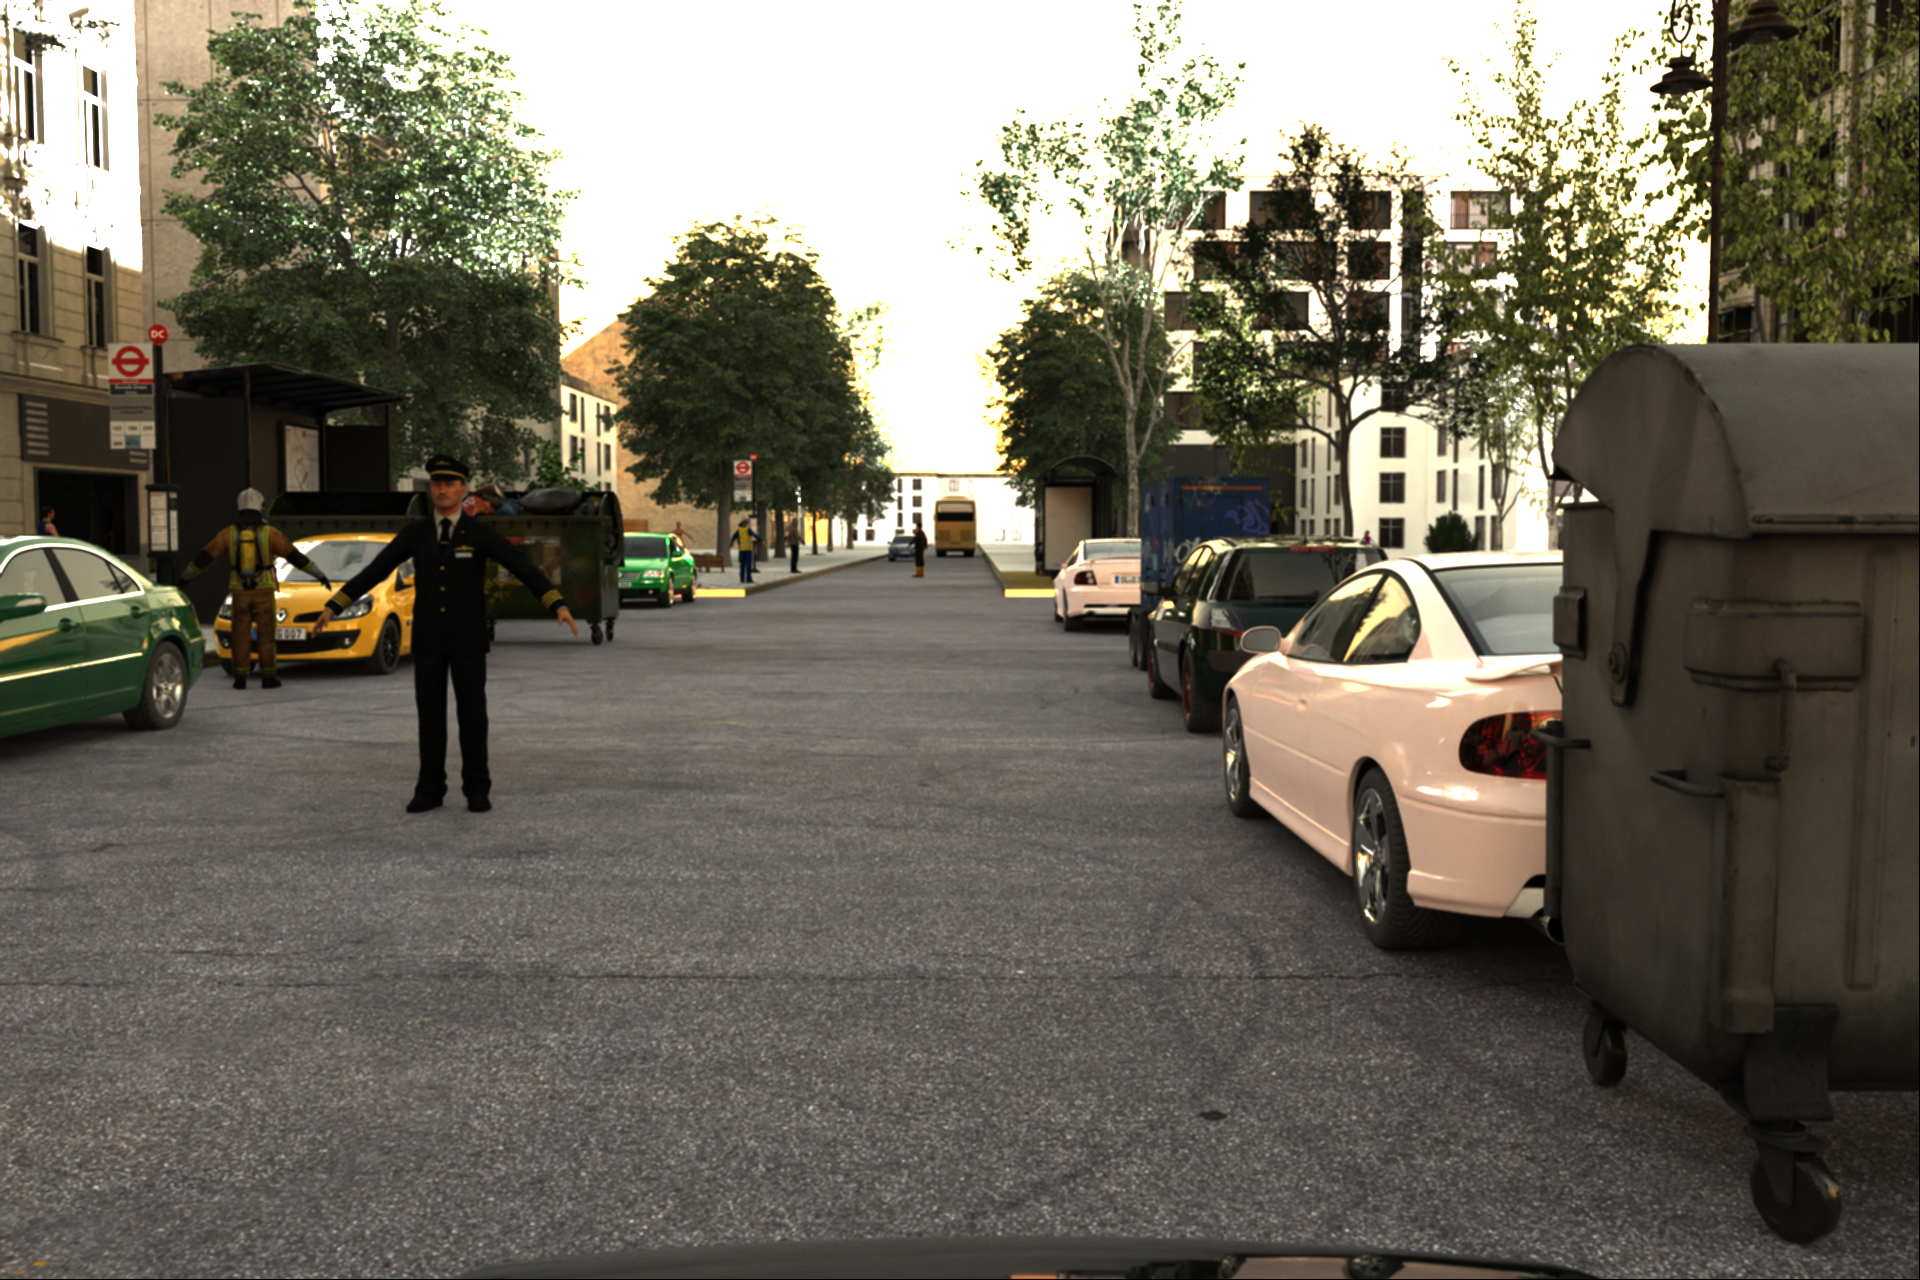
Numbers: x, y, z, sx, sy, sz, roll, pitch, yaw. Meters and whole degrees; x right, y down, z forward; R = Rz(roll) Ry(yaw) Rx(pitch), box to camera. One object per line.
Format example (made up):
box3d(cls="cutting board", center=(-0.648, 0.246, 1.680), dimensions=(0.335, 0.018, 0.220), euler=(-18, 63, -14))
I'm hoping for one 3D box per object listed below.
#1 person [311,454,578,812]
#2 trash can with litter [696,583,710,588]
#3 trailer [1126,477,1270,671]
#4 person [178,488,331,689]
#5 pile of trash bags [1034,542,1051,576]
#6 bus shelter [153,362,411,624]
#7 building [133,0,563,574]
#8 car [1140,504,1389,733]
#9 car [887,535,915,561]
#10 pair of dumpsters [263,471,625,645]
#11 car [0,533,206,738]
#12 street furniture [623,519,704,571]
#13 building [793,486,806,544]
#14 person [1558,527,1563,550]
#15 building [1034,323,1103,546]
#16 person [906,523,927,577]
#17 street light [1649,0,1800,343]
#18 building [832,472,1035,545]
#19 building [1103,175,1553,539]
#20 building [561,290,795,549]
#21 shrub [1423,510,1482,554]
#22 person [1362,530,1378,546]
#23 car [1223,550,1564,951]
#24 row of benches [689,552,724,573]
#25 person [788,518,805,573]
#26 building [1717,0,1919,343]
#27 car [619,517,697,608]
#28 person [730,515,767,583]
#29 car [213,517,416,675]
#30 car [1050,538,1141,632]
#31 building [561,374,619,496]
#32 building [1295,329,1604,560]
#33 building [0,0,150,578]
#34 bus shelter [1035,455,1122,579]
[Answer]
box3d(cls="person", center=(-2.656, -0.037, 8.999), dimensions=(1.347, 1.837, 0.705), euler=(0, 4, -4))
box3d(cls="trash can with litter", center=(-6.737, -1.886, 41.901), dimensions=(1.678, 1.210, 2.233), euler=(0, 4, 2))
box3d(cls="trailer", center=(2.568, -0.742, 19.187), dimensions=(1.471, 1.999, 3.904), euler=(0, 4, -1))
box3d(cls="person", center=(-6.565, -0.481, 16.093), dimensions=(1.354, 1.858, 0.705), euler=(-1, 4, -12))
box3d(cls="pile of trash bags", center=(3.269, -2.711, 54.085), dimensions=(1.912, 1.369, 3.447), euler=(0, 4, 0))
box3d(cls="bus shelter", center=(-10.236, -2.167, 26.719), dimensions=(1.731, 3.624, 6.357), euler=(0, 4, -1))
box3d(cls="building", center=(-28.596, -12.532, 71.350), dimensions=(16.747, 18.905, 31.486), euler=(0, 4, 1))
box3d(cls="car", center=(2.497, -0.250, 13.881), dimensions=(2.009, 1.686, 4.222), euler=(0, 4, 1))
box3d(cls="car", center=(-2.850, -4.901, 92.130), dimensions=(2.014, 1.417, 4.499), euler=(0, 4, 1))
box3d(cls="pair of dumpsters", center=(-6.720, -1.086, 22.712), dimensions=(4.436, 2.255, 1.574), euler=(0, 4, 0))
box3d(cls="car", center=(-6.726, 0.026, 11.372), dimensions=(2.131, 1.459, 4.920), euler=(0, 4, 0))
box3d(cls="street furniture", center=(-12.055, -2.596, 49.300), dimensions=(11.010, 1.723, 9.812), euler=(1, 4, 20))
box3d(cls="building", center=(-28.663, -21.000, 209.800), dimensions=(16.747, 18.905, 31.486), euler=(0, 4, 0))
box3d(cls="person", center=(16.743, -2.546, 47.483), dimensions=(1.347, 1.847, 0.705), euler=(-1, 4, -16))
box3d(cls="building", center=(21.762, -20.814, 184.285), dimensions=(27.936, 21.610, 32.646), euler=(0, 3, 0))
box3d(cls="person", center=(-1.382, -3.003, 57.689), dimensions=(0.704, 1.812, 1.346), euler=(2, 4, 27))
box3d(cls="street light", center=(5.689, -2.465, 13.086), dimensions=(0.468, 5.910, 1.993), euler=(0, 4, 0))
box3d(cls="building", center=(-3.517, -17.722, 234.366), dimensions=(28.070, 9.664, 9.099), euler=(0, 4, -7))
box3d(cls="building", center=(23.232, -16.588, 115.181), dimensions=(27.936, 21.610, 32.646), euler=(0, 3, 0))
box3d(cls="building", center=(-25.811, -20.252, 162.051), dimensions=(19.493, 23.208, 18.063), euler=(0, 4, 1))
box3d(cls="shrub", center=(14.687, -2.892, 51.698), dimensions=(1.690, 2.028, 1.600), euler=(0, 3, 0))
box3d(cls="person", center=(16.795, -3.788, 71.206), dimensions=(0.599, 1.433, 0.991), euler=(-2, 4, -35))
box3d(cls="car", center=(2.323, 0.306, 7.352), dimensions=(2.083, 1.381, 4.827), euler=(0, 4, -1))
box3d(cls="row of benches", center=(-9.453, -2.681, 59.296), dimensions=(1.422, 0.672, 4.104), euler=(-3, 5, -40))
box3d(cls="person", center=(-5.416, -3.117, 57.087), dimensions=(0.705, 1.813, 1.348), euler=(-2, 4, -24))
box3d(cls="building", center=(26.704, -13.071, 30.358), dimensions=(14.369, 24.946, 33.146), euler=(0, 3, 0))
box3d(cls="car", center=(-6.482, -1.608, 35.084), dimensions=(1.959, 1.807, 4.718), euler=(0, 4, 0))
box3d(cls="person", center=(-5.541, -2.373, 45.266), dimensions=(1.216, 1.772, 0.721), euler=(2, 4, 33))
box3d(cls="car", center=(-6.632, -0.528, 18.861), dimensions=(2.015, 1.641, 3.980), euler=(0, 4, 1))
box3d(cls="car", center=(2.457, -0.885, 26.825), dimensions=(2.083, 1.381, 4.827), euler=(0, 4, 0))
box3d(cls="building", center=(-24.957, -9.882, 103.726), dimensions=(9.099, 9.664, 28.070), euler=(0, 4, 0))
box3d(cls="building", center=(23.575, -8.733, 84.940), dimensions=(9.099, 9.664, 28.070), euler=(0, 3, 0))
box3d(cls="building", center=(-29.272, -15.226, 25.354), dimensions=(17.030, 29.872, 44.131), euler=(0, 4, 1))
box3d(cls="bus shelter", center=(3.134, -3.239, 46.882), dimensions=(2.014, 3.302, 5.546), euler=(0, 4, 0))
